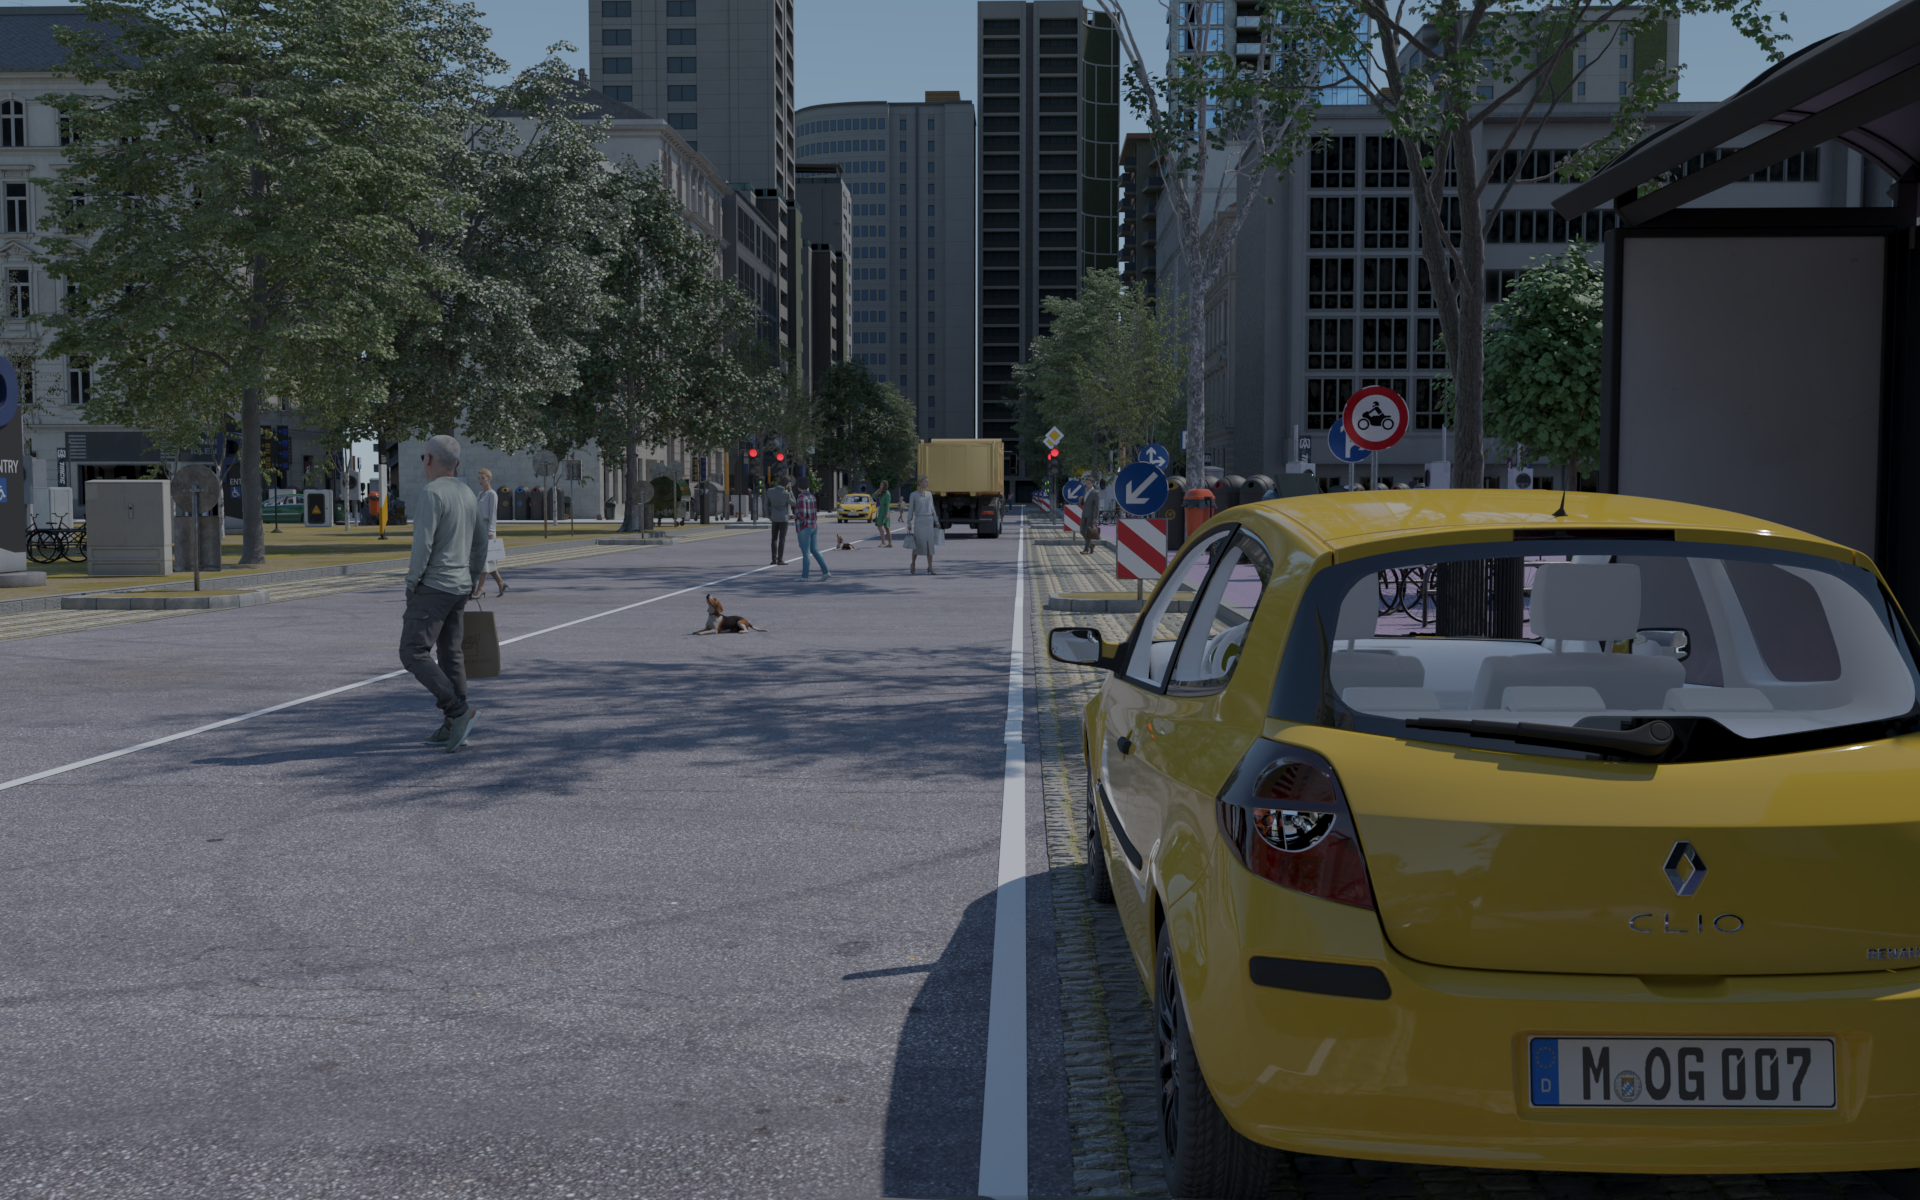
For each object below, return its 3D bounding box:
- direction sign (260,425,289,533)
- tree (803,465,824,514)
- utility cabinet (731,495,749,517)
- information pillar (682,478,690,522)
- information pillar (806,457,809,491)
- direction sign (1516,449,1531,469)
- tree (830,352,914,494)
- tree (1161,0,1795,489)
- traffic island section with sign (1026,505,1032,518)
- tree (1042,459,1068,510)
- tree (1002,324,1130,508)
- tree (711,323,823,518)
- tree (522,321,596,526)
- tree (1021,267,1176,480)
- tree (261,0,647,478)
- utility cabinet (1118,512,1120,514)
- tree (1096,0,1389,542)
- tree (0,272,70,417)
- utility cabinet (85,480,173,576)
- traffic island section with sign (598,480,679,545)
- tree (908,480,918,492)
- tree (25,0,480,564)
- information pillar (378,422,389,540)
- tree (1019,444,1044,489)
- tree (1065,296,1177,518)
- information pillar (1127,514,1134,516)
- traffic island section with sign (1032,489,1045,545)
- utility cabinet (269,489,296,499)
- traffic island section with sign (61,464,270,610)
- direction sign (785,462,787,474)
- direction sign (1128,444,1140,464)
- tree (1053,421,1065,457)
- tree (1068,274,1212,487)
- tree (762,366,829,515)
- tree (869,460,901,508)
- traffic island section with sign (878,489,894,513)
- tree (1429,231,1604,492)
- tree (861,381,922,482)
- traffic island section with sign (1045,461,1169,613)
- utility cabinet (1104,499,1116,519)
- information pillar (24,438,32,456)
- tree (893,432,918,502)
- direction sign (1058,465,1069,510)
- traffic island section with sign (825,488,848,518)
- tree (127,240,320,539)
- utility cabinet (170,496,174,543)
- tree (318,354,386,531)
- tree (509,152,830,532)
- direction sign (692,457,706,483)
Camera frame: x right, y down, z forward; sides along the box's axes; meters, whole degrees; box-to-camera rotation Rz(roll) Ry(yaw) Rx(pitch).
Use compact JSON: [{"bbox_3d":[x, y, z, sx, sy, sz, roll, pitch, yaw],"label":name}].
[{"bbox_3d":[-22.592,-3.985,57.146,0.876,3.537,0.379,-1,4,-13],"label":"direction sign"},{"bbox_3d":[-9.820,-7.319,114.271,1.663,3.219,1.824,0,3,0],"label":"tree"},{"bbox_3d":[-12.166,-5.171,95.714,1.020,1.237,0.306,2,4,30],"label":"utility cabinet"},{"bbox_3d":[-12.804,-4.675,80.927,0.304,2.012,0.304,-2,4,-24],"label":"information pillar"},{"bbox_3d":[-9.717,-7.268,110.193,0.183,3.616,0.504,0,4,5],"label":"information pillar"},{"bbox_3d":[27.625,-5.684,84.924,0.876,3.537,0.379,-1,4,-20],"label":"direction sign"},{"bbox_3d":[-8.915,-13.664,140.417,9.611,12.733,9.660,0,3,0],"label":"tree"},{"bbox_3d":[4.260,-5.448,14.828,9.928,11.665,9.643,0,3,0],"label":"tree"},{"bbox_3d":[5.100,-5.844,104.185,1.989,1.847,2.006,0,4,2],"label":"traffic island section with sign"},{"bbox_3d":[9.047,-9.814,144.166,4.285,4.588,4.351,0,3,0],"label":"tree"},{"bbox_3d":[8.144,-13.244,123.189,9.857,13.997,8.962,0,3,0],"label":"tree"},{"bbox_3d":[-10.790,-9.671,92.534,7.601,10.594,8.767,0,4,-1],"label":"tree"},{"bbox_3d":[-16.230,-7.267,69.170,4.360,8.622,3.978,0,3,0],"label":"tree"},{"bbox_3d":[6.901,-10.301,86.547,7.486,12.596,7.792,0,3,0],"label":"tree"},{"bbox_3d":[-12.507,-8.274,41.941,9.857,13.997,8.962,0,3,0],"label":"tree"},{"bbox_3d":[11.363,-6.705,120.786,1.020,1.237,0.306,0,4,1],"label":"utility cabinet"},{"bbox_3d":[6.227,-10.950,34.929,12.611,20.169,13.585,0,3,0],"label":"tree"},{"bbox_3d":[-31.240,-6.440,55.649,4.360,8.622,3.978,0,3,0],"label":"tree"},{"bbox_3d":[-12.934,-1.117,26.948,1.173,1.500,0.318,0,4,-3],"label":"utility cabinet"},{"bbox_3d":[-9.065,-2.479,49.153,1.989,1.847,2.006,0,4,2],"label":"traffic island section with sign"},{"bbox_3d":[-5.850,-14.389,229.858,1.663,3.219,1.824,0,3,0],"label":"tree"},{"bbox_3d":[-12.598,-6.941,31.610,7.486,12.596,7.792,0,3,0],"label":"tree"},{"bbox_3d":[-16.246,-3.509,48.721,0.183,3.616,0.504,0,4,-1],"label":"information pillar"},{"bbox_3d":[12.521,-18.943,226.729,9.611,12.733,9.660,0,3,0],"label":"tree"},{"bbox_3d":[6.170,-7.030,65.301,4.360,8.622,3.978,0,3,0],"label":"tree"},{"bbox_3d":[7.121,-4.122,71.881,0.304,2.012,0.304,-1,4,-11],"label":"information pillar"},{"bbox_3d":[3.092,-2.452,48.713,1.989,1.847,2.006,0,4,2],"label":"traffic island section with sign"},{"bbox_3d":[-31.605,-4.414,80.846,1.173,1.500,0.318,0,4,7],"label":"utility cabinet"},{"bbox_3d":[-10.046,-0.831,22.216,1.989,1.847,2.006,0,4,2],"label":"traffic island section with sign"},{"bbox_3d":[-12.270,-7.938,121.789,0.379,3.537,0.876,1,4,9],"label":"direction sign"},{"bbox_3d":[7.899,-5.302,78.690,0.379,3.537,0.876,-2,4,-31],"label":"direction sign"},{"bbox_3d":[8.111,-9.728,109.420,4.360,8.622,3.978,0,3,0],"label":"tree"},{"bbox_3d":[6.027,-6.562,57.653,4.737,8.622,4.395,0,3,0],"label":"tree"},{"bbox_3d":[-9.813,-9.188,100.585,4.360,8.622,3.978,0,3,0],"label":"tree"},{"bbox_3d":[-7.163,-11.024,163.957,4.285,4.588,4.351,0,3,0],"label":"tree"},{"bbox_3d":[-6.043,-7.554,132.128,1.989,1.847,2.006,0,4,2],"label":"traffic island section with sign"},{"bbox_3d":[7.747,-2.321,21.661,4.285,4.588,4.351,0,3,0],"label":"tree"},{"bbox_3d":[-7.209,-15.685,174.571,7.486,12.596,7.792,0,3,0],"label":"tree"},{"bbox_3d":[2.109,-0.799,21.693,1.989,1.847,2.006,0,4,2],"label":"traffic island section with sign"},{"bbox_3d":[7.242,-4.761,86.520,1.173,1.500,0.318,-3,5,-40],"label":"utility cabinet"},{"bbox_3d":[-38.856,-4.945,72.201,0.504,3.616,0.183,1,4,19],"label":"information pillar"},{"bbox_3d":[-6.353,-14.585,188.828,4.360,8.622,3.978,0,3,0],"label":"tree"},{"bbox_3d":[8.114,-8.806,135.975,0.876,3.537,0.379,-1,4,-20],"label":"direction sign"},{"bbox_3d":[-7.050,-5.872,104.634,1.989,1.847,2.006,0,4,2],"label":"traffic island section with sign"},{"bbox_3d":[-20.837,-6.019,48.768,4.737,8.622,4.395,0,3,0],"label":"tree"},{"bbox_3d":[-20.823,-2.092,45.364,0.306,1.237,1.020,-2,4,-33],"label":"utility cabinet"},{"bbox_3d":[-21.513,-6.707,60.024,4.737,8.622,4.395,0,3,0],"label":"tree"},{"bbox_3d":[-11.114,-8.664,58.668,9.611,12.733,9.660,0,3,0],"label":"tree"},{"bbox_3d":[-16.090,-7.029,106.914,0.876,3.537,0.379,-1,4,-22],"label":"direction sign"}]
